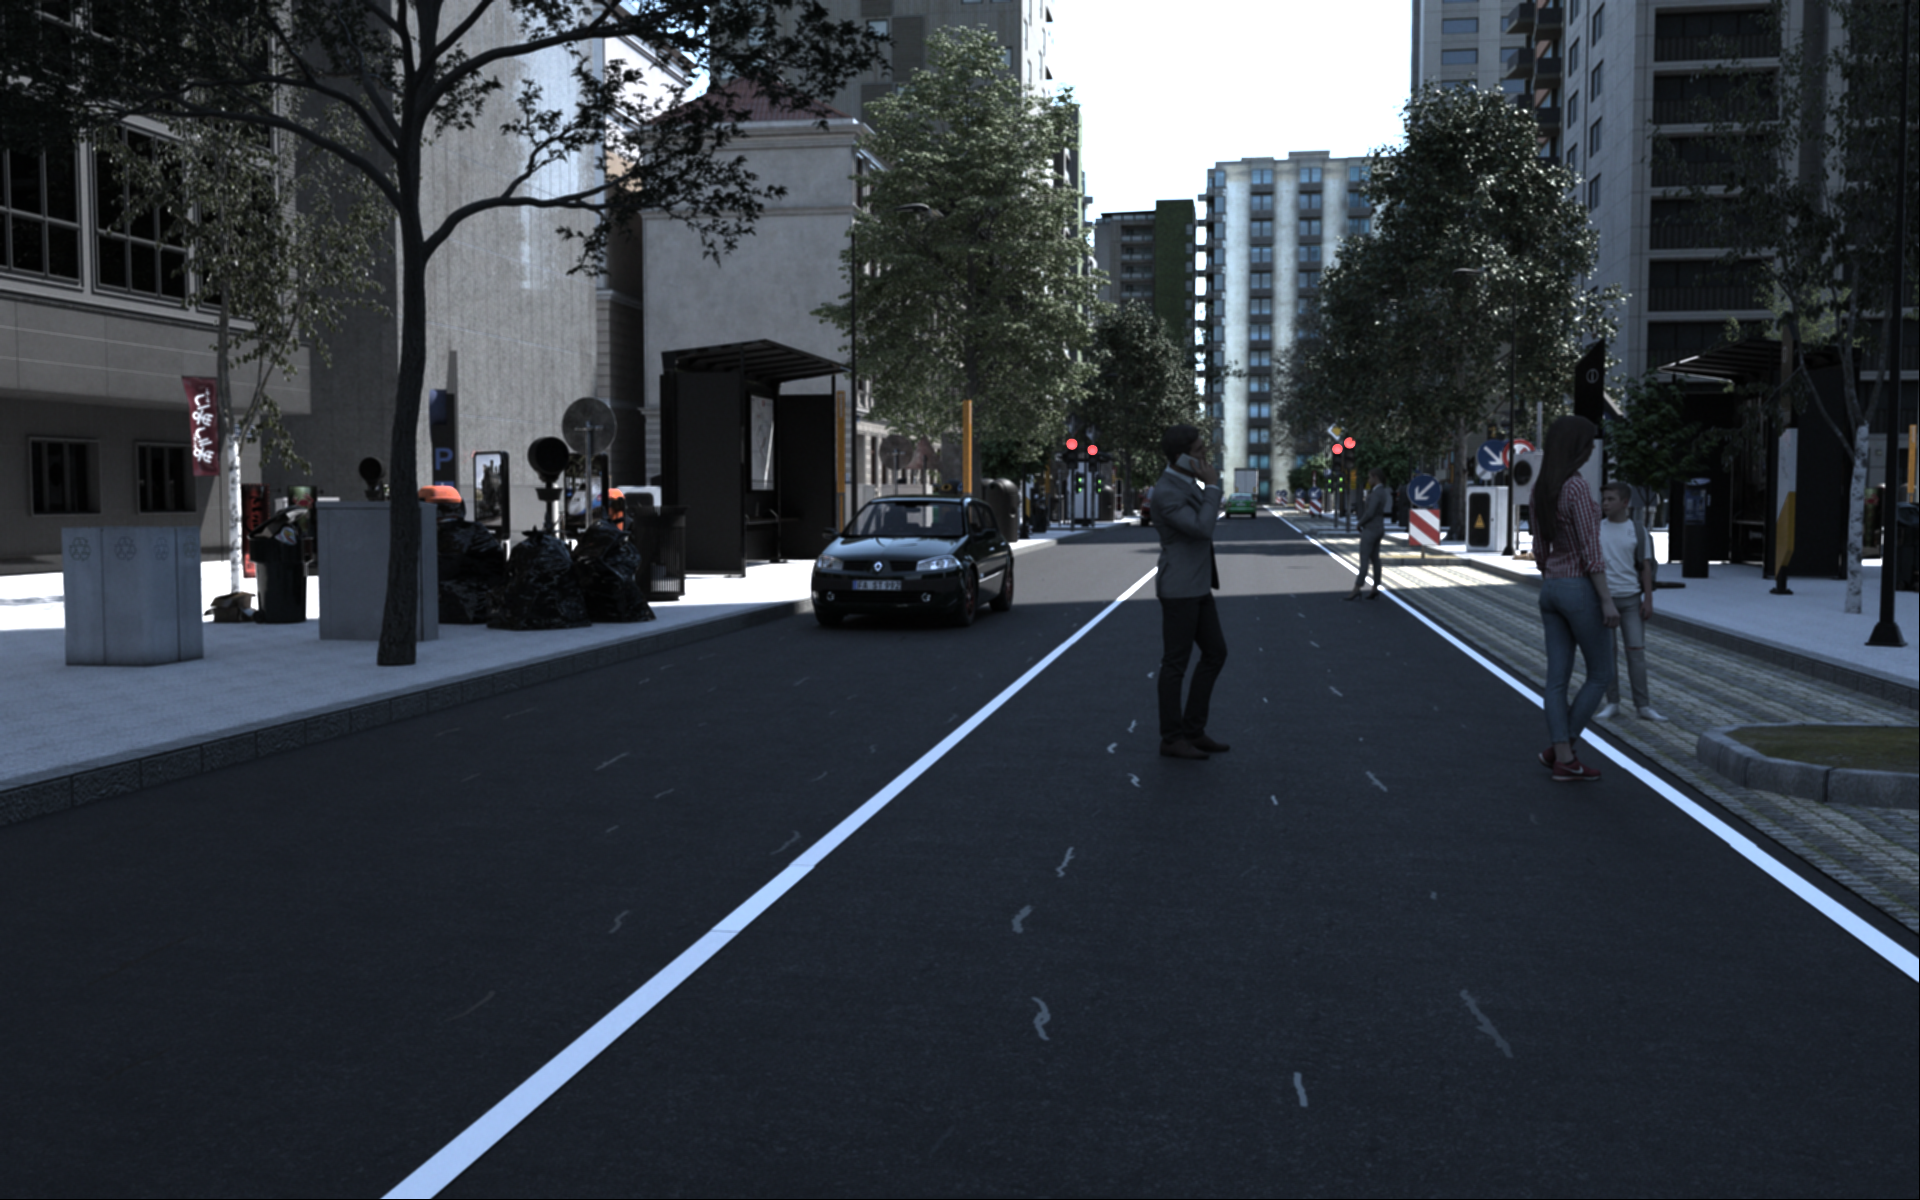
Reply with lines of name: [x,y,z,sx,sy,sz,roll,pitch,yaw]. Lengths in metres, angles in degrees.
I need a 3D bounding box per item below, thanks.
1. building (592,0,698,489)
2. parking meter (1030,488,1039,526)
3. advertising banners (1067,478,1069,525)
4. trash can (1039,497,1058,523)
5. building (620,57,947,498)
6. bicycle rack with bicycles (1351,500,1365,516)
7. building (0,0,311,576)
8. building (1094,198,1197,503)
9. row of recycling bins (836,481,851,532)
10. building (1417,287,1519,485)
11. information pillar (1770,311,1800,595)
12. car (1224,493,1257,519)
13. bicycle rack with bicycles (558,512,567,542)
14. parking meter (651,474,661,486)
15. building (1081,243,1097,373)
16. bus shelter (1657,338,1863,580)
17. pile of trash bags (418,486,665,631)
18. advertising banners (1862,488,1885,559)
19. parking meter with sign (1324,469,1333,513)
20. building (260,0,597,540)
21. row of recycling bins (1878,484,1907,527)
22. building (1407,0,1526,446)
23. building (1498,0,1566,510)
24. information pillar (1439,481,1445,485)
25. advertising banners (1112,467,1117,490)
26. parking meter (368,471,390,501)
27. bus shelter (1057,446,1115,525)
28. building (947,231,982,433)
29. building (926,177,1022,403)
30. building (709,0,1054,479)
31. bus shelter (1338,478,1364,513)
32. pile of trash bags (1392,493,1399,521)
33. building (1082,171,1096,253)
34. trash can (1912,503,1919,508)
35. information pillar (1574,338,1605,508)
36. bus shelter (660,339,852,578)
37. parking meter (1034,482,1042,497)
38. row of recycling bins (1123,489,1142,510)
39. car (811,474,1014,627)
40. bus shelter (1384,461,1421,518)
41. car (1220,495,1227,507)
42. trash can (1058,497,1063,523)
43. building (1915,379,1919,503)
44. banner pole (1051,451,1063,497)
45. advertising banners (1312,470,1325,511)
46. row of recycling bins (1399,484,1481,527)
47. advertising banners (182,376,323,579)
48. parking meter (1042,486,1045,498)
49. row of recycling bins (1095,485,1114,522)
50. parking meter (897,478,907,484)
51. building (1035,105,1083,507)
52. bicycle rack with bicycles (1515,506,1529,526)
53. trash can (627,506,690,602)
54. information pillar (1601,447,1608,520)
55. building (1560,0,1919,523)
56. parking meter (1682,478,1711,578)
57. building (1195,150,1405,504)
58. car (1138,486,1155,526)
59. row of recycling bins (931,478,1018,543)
building: [-25.159,-18.568,89.495,20.117,28.700,13.634,1,4,9]
parking meter: [3.003,-3.748,69.684,0.372,1.533,0.369,0,3,0]
advertising banners: [4.445,-4.596,71.338,0.090,3.025,2.074,0,4,5]
trash can: [3.705,-3.951,76.246,0.748,1.137,0.748,0,3,0]
building: [-8.345,-15.550,90.397,11.583,22.565,21.152,1,4,9]
bicycle rack with bicycles: [23.566,-5.285,99.795,2.852,0.926,2.925,-3,5,-44]
building: [-21.103,-14.009,22.547,14.314,27.812,24.014,1,4,9]
building: [25.883,-34.191,242.610,14.086,41.232,14.154,1,4,9]
row of recycling bins: [-3.728,-2.869,54.014,1.069,1.692,3.534,0,4,1]
building: [56.972,-19.113,157.529,27.650,21.520,28.899,1,4,9]
information pillar: [10.535,-1.878,22.055,0.183,3.616,0.504,1,4,9]
car: [16.687,-5.757,102.926,1.959,1.807,4.718,1,4,9]
bicycle rack with bicycles: [-9.000,-1.761,42.175,2.852,0.926,2.925,-1,4,-17]
parking meter: [-8.990,-2.801,51.514,0.399,1.863,0.255,2,4,26]
building: [8.649,-26.291,201.561,14.107,30.474,14.160,1,4,9]
bus shelter: [13.129,-2.305,28.964,1.731,3.624,6.357,1,4,9]
pile of trash bags: [-4.712,-0.498,17.891,3.447,1.369,1.912,3,5,44]
advertising banners: [17.588,-2.360,34.774,0.090,3.025,2.074,-2,4,-34]
parking meter with sign: [25.691,-7.604,120.593,0.543,3.016,1.738,1,4,18]
building: [-21.345,-13.921,45.630,19.932,24.808,12.078,1,4,9]
row of recycling bins: [36.046,-3.769,68.737,3.534,1.692,1.069,2,4,32]
building: [58.644,-39.328,185.013,21.231,58.520,28.212,1,4,9]
building: [47.361,-27.965,111.848,22.147,44.769,28.867,1,4,9]
information pillar: [26.587,-5.584,95.792,0.304,2.012,0.304,-3,5,-41]
advertising banners: [8.918,-6.919,109.314,2.074,3.025,0.090,1,4,16]
parking meter: [-12.333,-1.900,36.782,0.399,1.863,0.255,1,4,13]
bus shelter: [5.502,-4.965,75.098,2.014,3.302,5.546,1,4,9]
building: [-5.845,-16.833,111.384,11.583,22.565,21.152,1,4,9]
building: [-2.434,-18.367,129.977,12.332,23.373,15.834,1,4,9]
building: [-6.008,-34.808,158.346,28.713,52.752,27.495,1,4,9]
bus shelter: [25.618,-7.339,113.921,2.014,3.302,5.546,1,4,9]
pile of trash bags: [21.602,-4.479,82.979,1.912,1.369,3.447,-1,4,-12]
building: [4.406,-38.592,250.589,30.456,49.044,23.786,1,4,9]
trash can: [16.204,-1.050,28.828,0.748,1.137,0.748,0,3,0]
information pillar: [9.558,-2.140,26.343,0.183,3.616,0.504,-2,4,-32]
bus shelter: [-3.303,-2.337,29.495,1.731,3.624,6.357,1,4,9]
parking meter: [3.791,-4.939,86.463,0.255,1.863,0.399,-1,4,-14]
row of recycling bins: [14.614,-7.953,137.136,3.534,1.692,1.069,1,4,22]
car: [-0.475,-0.629,20.072,2.009,1.686,4.222,1,4,11]
bus shelter: [23.127,-5.999,92.000,2.014,3.302,5.546,1,4,9]
car: [29.224,-11.247,196.250,2.083,1.381,4.827,0,4,8]
trash can: [4.344,-4.074,78.265,0.748,1.137,0.748,0,3,0]
building: [33.203,-43.577,25.160,22.319,86.520,31.000,1,4,9]
banner pole: [4.921,-6.047,88.887,0.863,3.779,0.401,2,4,34]
advertising banners: [26.186,-7.925,125.768,0.090,3.025,2.074,-2,4,-25]
row of recycling bins: [18.780,-3.704,67.674,3.534,1.692,1.069,-1,4,-15]
advertising banners: [-10.730,-1.845,26.355,2.074,3.025,0.090,-3,5,-42]
parking meter: [6.073,-7.443,127.396,0.255,1.863,0.399,1,4,15]
row of recycling bins: [6.486,-4.564,81.732,1.069,1.692,3.534,-1,4,-11]
parking meter: [-2.111,-3.400,61.305,0.399,1.863,0.255,-2,4,-33]
building: [4.923,-30.234,177.926,14.154,41.232,14.086,1,4,9]
bicycle rack with bicycles: [22.330,-3.533,71.143,2.925,0.926,2.852,-1,4,-11]
trash can: [-3.613,-0.561,20.819,0.748,1.137,0.748,0,3,0]
information pillar: [9.992,-1.393,27.274,0.304,2.012,0.304,3,5,39]
building: [41.005,-39.318,81.095,20.611,71.187,20.563,1,4,9]
parking meter: [11.286,-1.109,26.541,0.372,1.533,0.369,0,3,0]
building: [48.704,-38.181,243.869,30.456,49.044,23.786,1,4,9]
car: [9.225,-4.260,78.316,2.281,1.827,5.304,0,4,8]
row of recycling bins: [0.490,-2.434,46.916,1.069,1.692,3.534,-2,4,-28]
